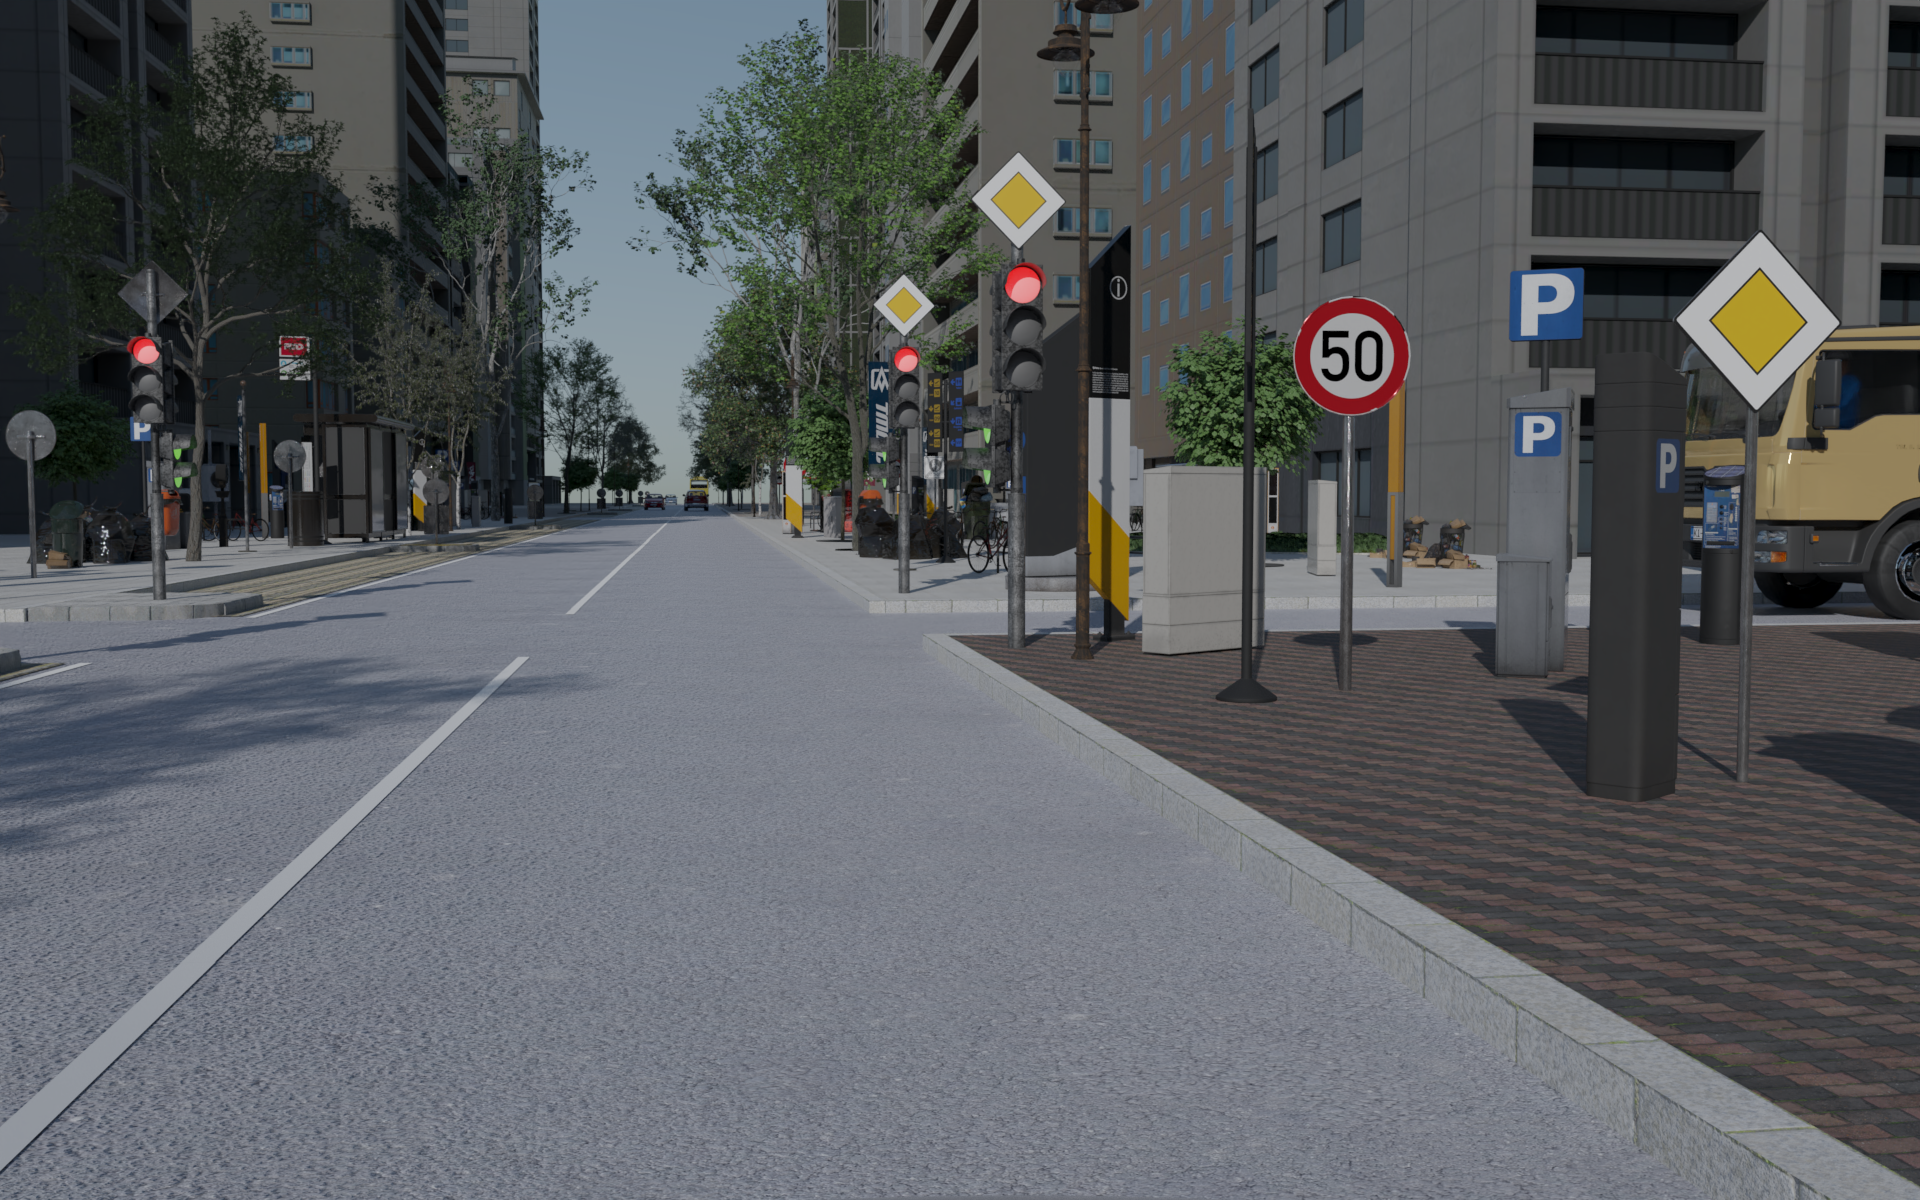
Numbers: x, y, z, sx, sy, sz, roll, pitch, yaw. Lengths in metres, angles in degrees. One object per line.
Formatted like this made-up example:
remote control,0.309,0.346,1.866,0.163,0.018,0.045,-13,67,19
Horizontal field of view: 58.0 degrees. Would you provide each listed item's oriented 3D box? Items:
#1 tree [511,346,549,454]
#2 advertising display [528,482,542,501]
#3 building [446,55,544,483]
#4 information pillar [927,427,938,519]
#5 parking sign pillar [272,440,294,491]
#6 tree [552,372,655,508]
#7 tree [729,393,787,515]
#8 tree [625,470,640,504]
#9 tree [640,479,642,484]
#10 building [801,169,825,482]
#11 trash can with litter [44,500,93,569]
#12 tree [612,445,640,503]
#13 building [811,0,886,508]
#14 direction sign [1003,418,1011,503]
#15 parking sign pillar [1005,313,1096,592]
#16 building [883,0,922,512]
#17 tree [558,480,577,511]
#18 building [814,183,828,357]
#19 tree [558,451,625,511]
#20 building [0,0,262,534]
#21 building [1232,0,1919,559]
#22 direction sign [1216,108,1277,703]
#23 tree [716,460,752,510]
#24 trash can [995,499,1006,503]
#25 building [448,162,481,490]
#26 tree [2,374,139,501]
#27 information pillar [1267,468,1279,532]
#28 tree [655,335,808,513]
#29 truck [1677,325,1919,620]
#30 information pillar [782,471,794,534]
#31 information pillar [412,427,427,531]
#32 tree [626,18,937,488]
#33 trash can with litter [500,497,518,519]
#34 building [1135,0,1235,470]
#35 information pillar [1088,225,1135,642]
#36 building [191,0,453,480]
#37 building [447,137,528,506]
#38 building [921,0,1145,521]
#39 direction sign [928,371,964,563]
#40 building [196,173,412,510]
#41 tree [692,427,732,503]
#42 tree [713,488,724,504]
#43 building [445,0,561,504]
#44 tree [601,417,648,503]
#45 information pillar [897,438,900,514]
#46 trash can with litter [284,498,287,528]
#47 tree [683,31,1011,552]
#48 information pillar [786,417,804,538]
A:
tree,-25.667,-11.471,113.298,9.928,11.665,9.643,0,3,0
advertising display,-23.302,-5.490,94.971,0.974,1.923,0.123,2,4,34
building,-66.357,-38.106,212.265,28.713,52.752,27.495,-1,4,-9
information pillar,-0.802,-3.645,50.947,0.183,3.616,0.504,-3,4,-36
parking sign pillar,-33.762,-5.989,86.393,1.447,3.967,1.447,1,4,8
tree,-34.250,-15.580,165.103,12.009,13.543,11.850,0,3,0
tree,-11.924,-9.397,104.000,4.360,8.622,3.978,0,3,0
tree,-39.134,-12.956,195.549,4.285,4.588,4.351,0,3,0
tree,-43.976,-15.115,230.849,4.285,4.588,4.351,0,3,0
building,-8.188,-40.047,244.013,28.713,52.752,27.495,-1,4,-9
trash can with litter,-15.459,-1.138,30.000,0.624,1.170,1.055,-1,4,-15
tree,-46.503,-17.806,241.486,4.360,8.622,3.978,0,3,0
building,-6.909,-46.889,204.885,20.563,71.187,20.611,-1,4,-9
direction sign,1.314,-3.643,51.564,0.379,3.537,0.876,2,4,34
parking sign pillar,1.330,-2.130,23.297,1.447,3.967,1.447,-2,4,-31
building,4.961,-35.841,128.005,21.231,58.520,28.212,-1,4,-9
tree,-29.987,-8.422,132.300,1.663,3.219,1.824,0,3,0
building,-11.797,-32.981,222.833,14.154,41.232,14.086,-1,4,-9
tree,-28.111,-8.829,128.062,4.285,4.588,4.351,0,3,0
building,-37.739,-38.159,62.155,20.563,71.187,20.611,-1,4,-9
building,20.025,-37.014,43.429,20.611,71.187,20.563,-1,4,-9
direction sign,1.785,-1.143,10.691,0.379,3.537,0.876,1,4,11
tree,-18.222,-9.783,143.663,4.285,4.588,4.351,0,3,0
trash can,1.419,-2.527,52.970,0.748,1.137,0.748,0,3,0
building,-49.654,-23.100,149.382,14.160,30.474,14.107,-1,4,-9
tree,-24.447,-3.906,47.571,4.285,4.588,4.351,0,3,0
information pillar,8.860,-2.722,48.992,0.304,2.012,0.304,1,4,13
tree,-13.860,-12.547,115.515,12.009,13.543,11.850,0,3,0
truck,12.828,-1.535,21.020,9.791,3.379,3.469,-1,4,-8
information pillar,-5.487,-3.112,55.368,0.304,2.012,0.304,1,4,19
information pillar,-18.553,-4.169,59.522,0.183,3.616,0.504,3,5,40
tree,-7.417,-13.205,71.793,12.611,20.169,13.585,0,3,0
trash can with litter,-24.218,-4.902,91.208,2.233,1.210,1.678,-1,4,-11
building,14.960,-25.256,63.047,14.600,45.320,14.200,-1,4,-9
information pillar,1.290,-1.450,15.069,0.504,3.616,0.183,-3,4,-37
building,-50.928,-30.974,130.135,21.300,48.544,21.600,-1,4,-9
building,-56.192,-31.138,192.703,14.154,41.232,14.086,-1,4,-9
building,9.916,-28.418,88.333,21.300,48.544,21.600,-1,4,-9
direction sign,-0.267,-2.461,32.234,0.876,3.537,0.379,3,5,41
building,-50.244,-15.935,105.574,27.650,21.520,28.899,-1,4,-9
tree,-26.764,-17.142,198.391,7.486,12.596,7.792,0,3,0
tree,-29.972,-16.483,219.867,4.737,8.622,4.395,0,3,0
building,-65.674,-48.811,236.315,20.563,71.187,20.611,-1,4,-9
tree,-47.810,-20.450,251.367,9.611,12.733,9.660,0,3,0
information pillar,-2.164,-4.461,64.294,0.183,3.616,0.504,2,4,31
trash can with litter,-25.801,-3.346,66.096,1.055,1.170,0.624,0,4,3
tree,-2.318,-6.923,38.951,9.928,11.665,9.643,0,3,0
information pillar,-4.818,-3.614,50.438,0.504,3.616,0.183,0,4,8
